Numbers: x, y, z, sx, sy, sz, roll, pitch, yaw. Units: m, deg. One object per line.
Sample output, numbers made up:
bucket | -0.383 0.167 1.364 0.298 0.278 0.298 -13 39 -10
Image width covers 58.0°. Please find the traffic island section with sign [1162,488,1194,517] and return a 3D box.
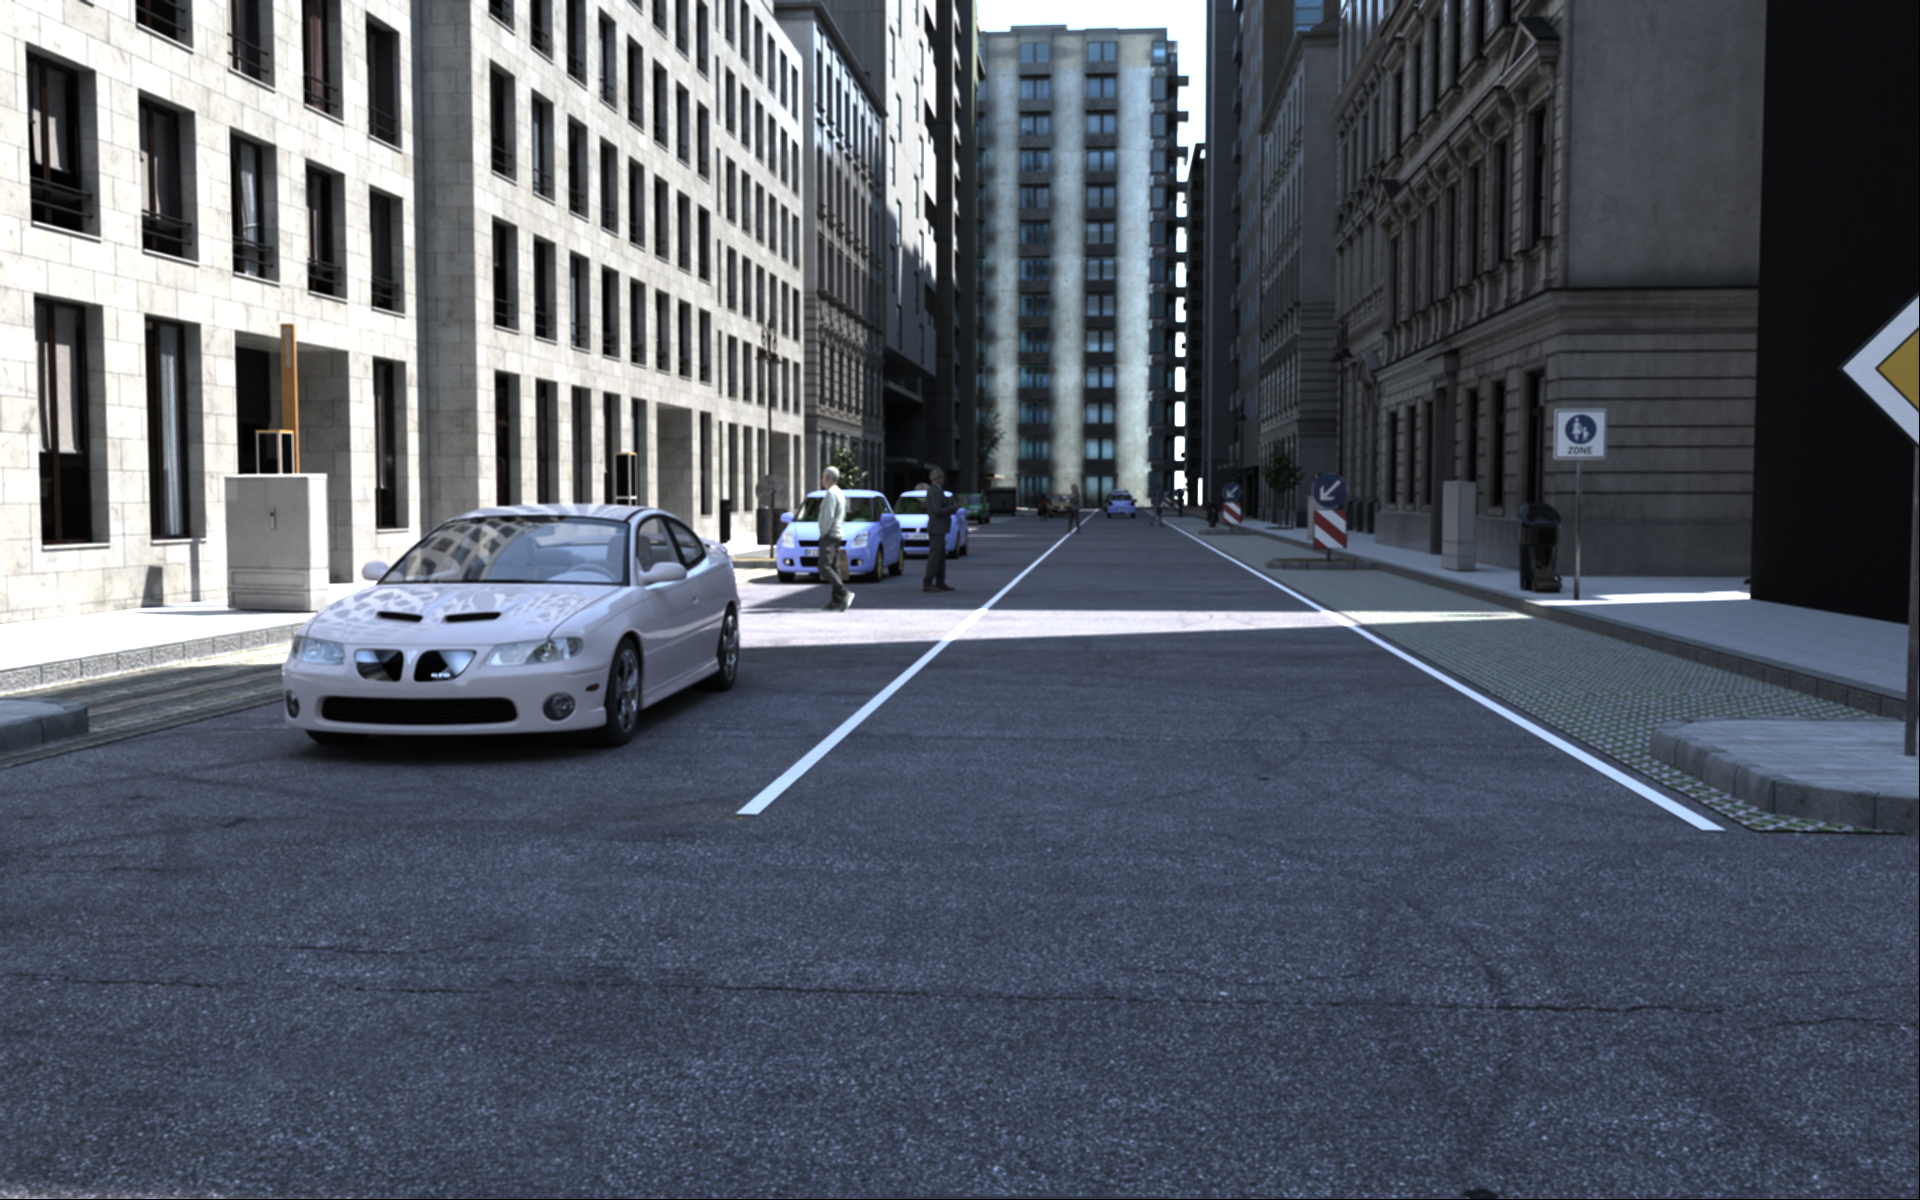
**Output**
traffic island section with sign | 13.810 -6.197 109.945 1.989 1.847 2.006 0 4 5

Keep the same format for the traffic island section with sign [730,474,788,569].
traffic island section with sign | -3.735 -1.550 33.975 1.989 1.847 2.006 0 4 5

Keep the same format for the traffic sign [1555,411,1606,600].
traffic sign | 7.449 -1.146 20.865 0.606 2.300 0.079 0 4 8

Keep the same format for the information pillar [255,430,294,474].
information pillar | -7.927 -0.954 20.090 0.304 2.012 0.304 1 4 9

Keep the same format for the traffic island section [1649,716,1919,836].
traffic island section | 4.686 0.842 8.513 2.009 0.180 2.903 0 4 5

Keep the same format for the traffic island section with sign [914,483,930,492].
traffic island section with sign | -1.289 -3.207 61.063 1.989 1.847 2.006 0 4 5

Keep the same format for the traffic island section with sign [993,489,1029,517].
traffic island section with sign | 3.184 -6.250 110.821 1.989 1.847 2.006 0 4 5

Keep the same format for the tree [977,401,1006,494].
tree | 1.510 -11.241 134.145 4.360 8.622 3.978 0 3 0

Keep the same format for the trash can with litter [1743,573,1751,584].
trash can with litter | 10.908 -0.707 22.948 0.624 1.170 1.055 -2 4 -29

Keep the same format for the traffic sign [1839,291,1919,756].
traffic sign | 4.661 -0.293 8.438 0.795 2.450 0.064 0 4 5

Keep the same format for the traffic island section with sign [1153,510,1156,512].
traffic island section with sign | 16.266 -7.864 137.207 1.989 1.847 2.006 0 4 5

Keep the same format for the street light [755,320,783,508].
street light | -5.060 -4.483 46.079 0.468 5.910 1.993 0 4 5

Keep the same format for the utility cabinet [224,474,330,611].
utility cabinet | -7.471 -0.626 18.921 1.173 1.500 0.318 1 4 23

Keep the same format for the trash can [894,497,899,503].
trash can | -2.804 -4.390 83.423 0.748 1.137 0.748 0 3 0

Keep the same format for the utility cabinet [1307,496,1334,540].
utility cabinet | 9.965 -2.244 47.854 0.306 1.237 1.020 -1 4 -15

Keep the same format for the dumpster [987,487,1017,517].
dumpster | 2.556 -6.006 106.406 1.865 1.857 1.264 0 4 6

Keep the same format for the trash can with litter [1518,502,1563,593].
trash can with litter | 7.753 -0.704 22.898 0.624 1.170 1.055 0 4 4

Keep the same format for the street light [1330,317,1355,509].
street light | 10.009 -4.446 45.474 0.468 5.910 1.993 0 4 5

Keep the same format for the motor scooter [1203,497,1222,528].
motor scooter | 10.842 -3.765 74.335 0.815 1.314 1.986 0 4 5

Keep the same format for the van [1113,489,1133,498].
van | 14.249 -8.944 153.250 2.013 2.044 4.112 0 4 7

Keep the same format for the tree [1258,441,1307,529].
tree | 11.902 -4.223 63.652 1.663 3.219 1.824 0 3 0

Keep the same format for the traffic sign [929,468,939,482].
traffic sign | -1.174 -5.174 84.706 0.768 2.556 0.104 1 4 14

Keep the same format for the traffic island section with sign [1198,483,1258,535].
traffic island section with sign | 9.389 -3.191 60.807 1.989 1.847 2.006 0 4 5

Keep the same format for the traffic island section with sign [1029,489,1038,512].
traffic island section with sign | 5.590 -7.892 137.669 1.989 1.847 2.006 0 4 5

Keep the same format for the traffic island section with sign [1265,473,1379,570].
traffic island section with sign | 6.923 -1.514 33.384 1.989 1.847 2.006 0 4 5

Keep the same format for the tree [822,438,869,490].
tree | -3.907 -3.969 59.496 1.663 3.219 1.824 0 3 0

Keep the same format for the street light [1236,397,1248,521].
street light | 13.455 -6.723 82.710 0.468 5.910 1.993 0 4 5

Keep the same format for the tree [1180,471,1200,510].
tree | 19.014 -9.117 143.661 1.663 3.219 1.824 0 3 0

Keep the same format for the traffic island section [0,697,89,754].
traffic island section | -6.261 0.782 9.498 2.009 0.180 2.903 0 4 5

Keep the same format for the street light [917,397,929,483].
street light | -1.742 -6.695 82.258 0.468 5.910 1.993 0 4 5

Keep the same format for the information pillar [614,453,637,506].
information pillar | -5.970 -1.619 30.962 0.304 2.012 0.304 1 4 13

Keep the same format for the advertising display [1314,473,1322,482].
advertising display | 11.205 -3.003 54.315 0.123 1.923 0.974 0 4 4

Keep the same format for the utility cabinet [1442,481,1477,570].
utility cabinet | 8.418 -1.254 29.183 0.318 1.500 1.173 0 4 3
